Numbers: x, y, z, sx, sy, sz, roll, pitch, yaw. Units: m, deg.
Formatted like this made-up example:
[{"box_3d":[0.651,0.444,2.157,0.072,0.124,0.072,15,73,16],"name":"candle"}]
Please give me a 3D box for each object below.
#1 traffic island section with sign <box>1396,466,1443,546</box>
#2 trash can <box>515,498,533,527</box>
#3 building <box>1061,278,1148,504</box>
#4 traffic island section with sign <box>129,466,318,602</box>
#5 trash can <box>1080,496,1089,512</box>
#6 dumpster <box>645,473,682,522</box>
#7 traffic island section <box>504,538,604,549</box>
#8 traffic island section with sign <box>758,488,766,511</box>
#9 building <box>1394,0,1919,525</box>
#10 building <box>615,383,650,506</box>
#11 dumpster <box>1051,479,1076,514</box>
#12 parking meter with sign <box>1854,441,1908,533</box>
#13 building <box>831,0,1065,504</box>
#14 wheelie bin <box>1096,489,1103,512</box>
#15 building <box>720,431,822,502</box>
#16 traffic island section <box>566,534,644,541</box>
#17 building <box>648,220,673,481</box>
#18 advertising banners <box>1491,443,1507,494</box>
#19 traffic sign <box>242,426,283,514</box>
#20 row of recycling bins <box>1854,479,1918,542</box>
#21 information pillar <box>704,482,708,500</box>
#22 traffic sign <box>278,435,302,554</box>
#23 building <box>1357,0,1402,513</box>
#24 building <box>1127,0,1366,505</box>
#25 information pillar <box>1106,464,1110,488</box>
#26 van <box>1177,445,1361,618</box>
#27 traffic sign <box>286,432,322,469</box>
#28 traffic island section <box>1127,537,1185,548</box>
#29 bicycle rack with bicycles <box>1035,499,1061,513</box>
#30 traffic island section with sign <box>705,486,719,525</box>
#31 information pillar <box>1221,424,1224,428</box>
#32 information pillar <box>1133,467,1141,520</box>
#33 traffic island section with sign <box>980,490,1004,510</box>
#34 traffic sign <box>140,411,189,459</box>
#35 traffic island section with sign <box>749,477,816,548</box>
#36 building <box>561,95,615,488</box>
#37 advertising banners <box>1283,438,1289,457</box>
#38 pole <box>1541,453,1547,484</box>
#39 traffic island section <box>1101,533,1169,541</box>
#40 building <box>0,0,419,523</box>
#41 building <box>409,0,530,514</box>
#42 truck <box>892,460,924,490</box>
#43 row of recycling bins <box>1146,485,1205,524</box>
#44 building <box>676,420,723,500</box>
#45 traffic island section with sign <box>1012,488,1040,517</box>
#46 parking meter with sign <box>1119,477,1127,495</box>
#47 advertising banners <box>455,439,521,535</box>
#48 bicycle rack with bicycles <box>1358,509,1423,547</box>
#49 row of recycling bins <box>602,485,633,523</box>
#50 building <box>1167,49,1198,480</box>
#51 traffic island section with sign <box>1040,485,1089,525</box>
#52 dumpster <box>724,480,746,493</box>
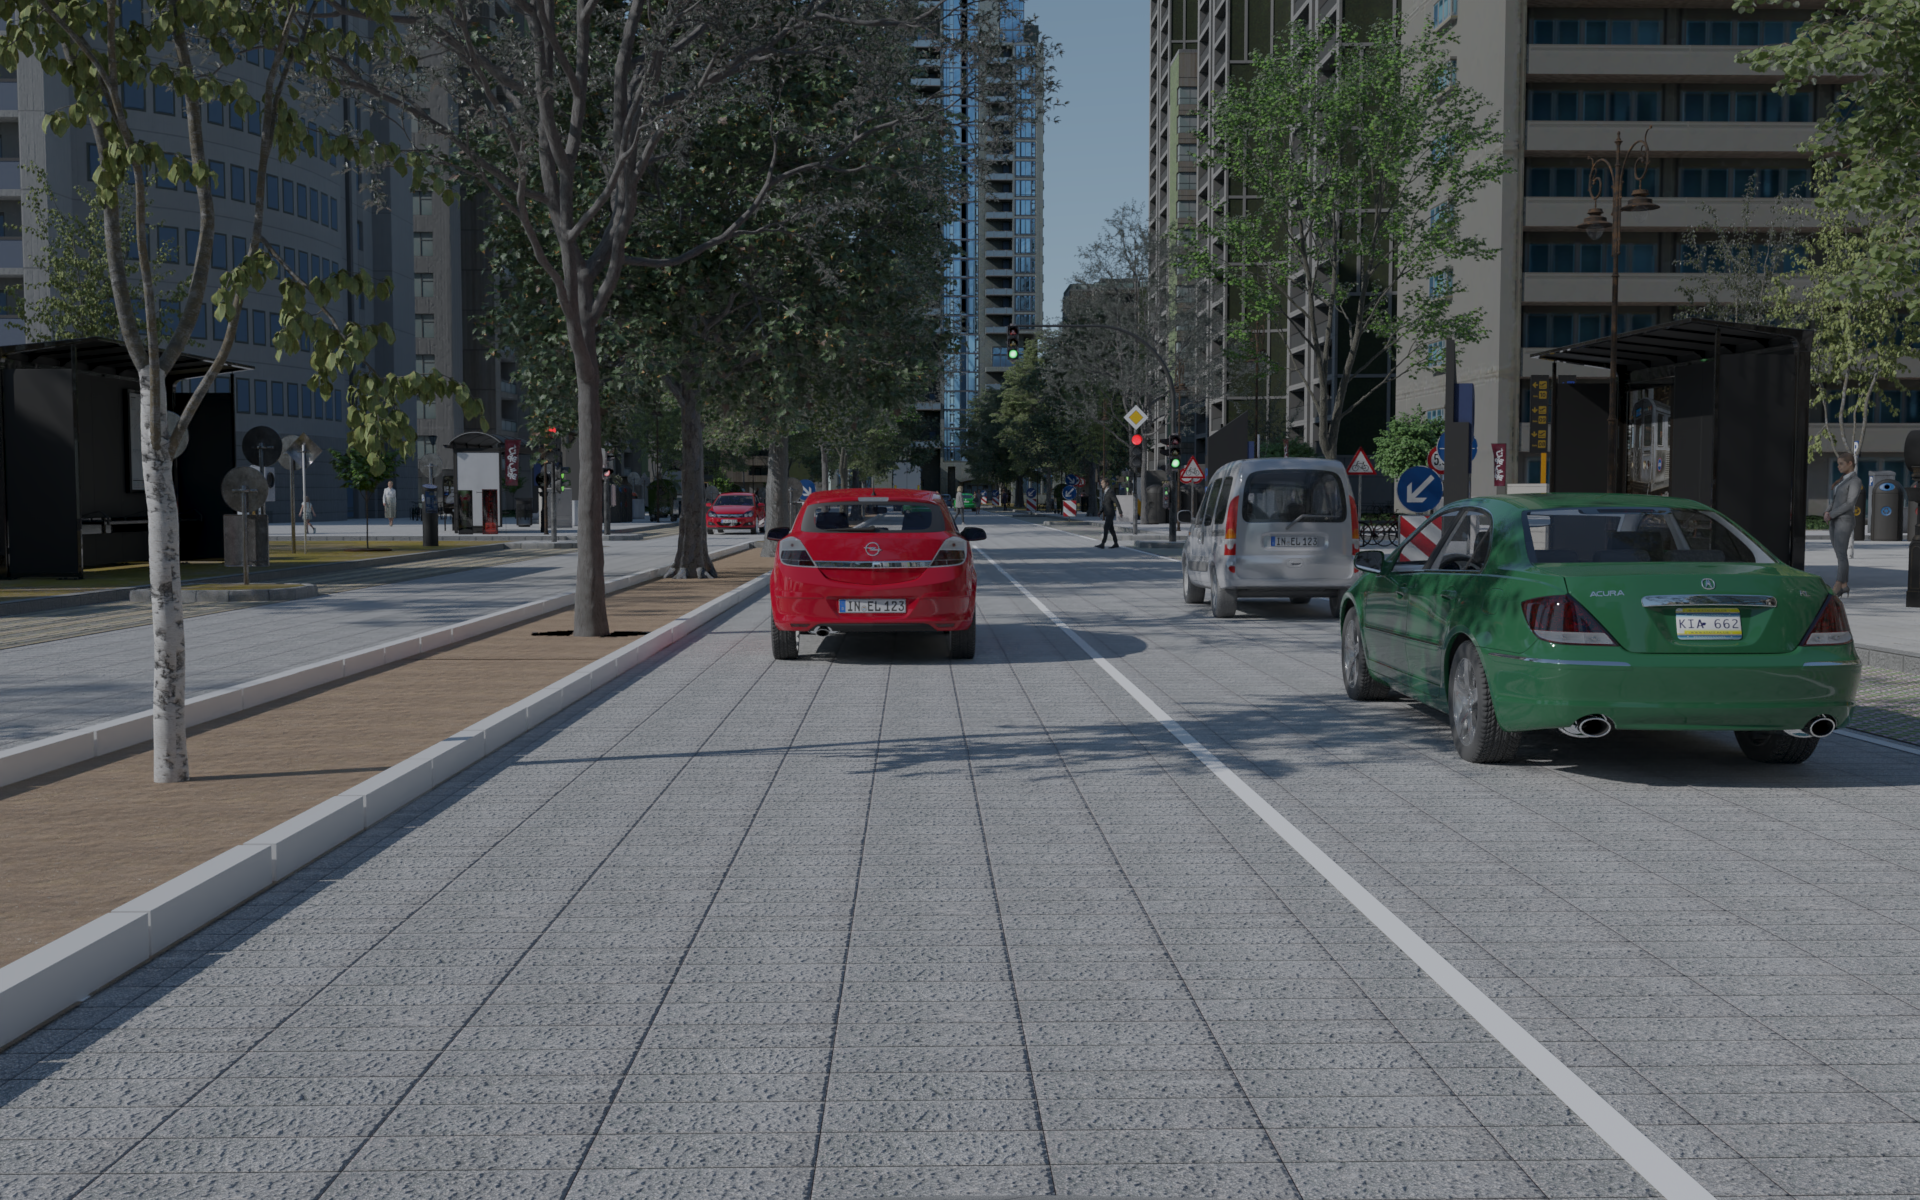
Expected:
[{"box_3d":[6.291,-0.998,24.942,1.989,1.847,2.006,0,4,-1],"name":"traffic island section with sign"},{"box_3d":[-16.932,-3.403,67.285,0.748,1.137,0.748,0,3,0],"name":"trash can"},{"box_3d":[21.276,-28.354,235.291,14.107,30.474,14.160,0,4,-1],"name":"building"},{"box_3d":[-9.999,-0.928,23.801,1.989,1.847,2.006,0,4,-1],"name":"traffic island section with sign"},{"box_3d":[8.834,-6.772,122.372,0.748,1.137,0.748,0,3,0],"name":"trash can"},{"box_3d":[-13.761,-4.768,80.454,1.502,2.255,1.985,0,4,-1],"name":"dumpster"},{"box_3d":[-10.883,-1.473,46.359,2.009,0.180,2.903,0,4,-1],"name":"traffic island section"},{"box_3d":[-12.035,-5.983,106.447,1.989,1.847,2.006,0,4,-1],"name":"traffic island section with sign"},{"box_3d":[31.900,-27.873,79.425,21.600,48.544,21.300,0,4,-1],"name":"building"},{"box_3d":[-36.380,-28.951,156.935,14.154,41.232,14.086,0,4,-1],"name":"building"},{"box_3d":[6.786,-6.763,113.070,1.502,2.255,1.985,0,4,-2],"name":"dumpster"},{"box_3d":[30.214,-3.698,56.728,1.738,3.016,0.543,0,4,8],"name":"parking meter with sign"},{"box_3d":[-1.780,-56.514,236.678,31.000,86.520,22.319,0,4,-1],"name":"building"},{"box_3d":[9.413,-6.750,118.264,0.980,1.594,0.693,-2,4,-27],"name":"wheelie bin"},{"box_3d":[-24.999,-28.234,233.330,14.107,30.474,14.160,0,4,-1],"name":"building"},{"box_3d":[-11.079,-1.961,54.342,2.009,0.180,2.903,0,4,-1],"name":"traffic island section"},{"box_3d":[-37.773,-25.235,184.301,14.107,30.474,14.160,0,4,-1],"name":"building"},{"box_3d":[19.296,-3.878,59.600,2.074,3.025,0.090,0,4,3],"name":"advertising banners"},{"box_3d":[-13.008,-1.969,32.301,0.768,2.556,0.104,0,4,1],"name":"traffic sign"},{"box_3d":[25.604,-2.437,46.957,3.534,1.692,1.069,2,4,33],"name":"row of recycling bins"},{"box_3d":[-16.017,-6.402,109.158,0.304,2.012,0.304,0,4,-7],"name":"information pillar"},{"box_3d":[-14.352,-2.271,37.236,0.768,2.556,0.104,1,4,8],"name":"traffic sign"},{"box_3d":[29.463,-43.218,144.859,20.563,71.187,20.611,0,4,-1],"name":"building"},{"box_3d":[29.013,-45.397,180.490,20.563,71.187,20.611,0,4,-1],"name":"building"},{"box_3d":[10.735,-8.234,125.972,0.183,3.616,0.504,2,4,30],"name":"information pillar"},{"box_3d":[3.763,-0.880,21.398,2.013,2.044,4.112,0,4,0],"name":"van"},{"box_3d":[-14.005,-2.278,36.985,0.795,2.593,0.064,0,4,1],"name":"traffic sign"},{"box_3d":[5.754,-1.497,46.762,2.009,0.180,2.903,0,4,-1],"name":"traffic island section"},{"box_3d":[6.607,-6.619,121.598,2.925,0.926,2.852,-1,4,-13],"name":"bicycle rack with bicycles"},{"box_3d":[-11.380,-4.335,79.500,1.989,1.847,2.006,0,4,-1],"name":"traffic island section with sign"},{"box_3d":[8.749,-4.061,57.748,0.183,3.616,0.504,1,4,17],"name":"information pillar"},{"box_3d":[8.821,-5.805,86.263,0.504,3.616,0.183,-2,4,-35],"name":"information pillar"},{"box_3d":[3.058,-9.042,156.469,1.989,1.847,2.006,0,4,-1],"name":"traffic island section with sign"},{"box_3d":[-12.112,-1.606,26.366,0.768,2.556,0.104,0,4,4],"name":"traffic sign"},{"box_3d":[-4.609,-2.361,46.747,2.006,1.907,1.989,0,4,-1],"name":"traffic island section with sign"},{"box_3d":[-40.398,-31.504,138.799,21.300,48.544,21.600,0,4,-1],"name":"building"},{"box_3d":[10.658,-3.623,55.430,0.090,3.025,2.074,2,4,30],"name":"advertising banners"},{"box_3d":[18.622,-3.758,55.288,0.158,3.312,0.155,0,3,0],"name":"pole"},{"box_3d":[5.557,-1.986,54.745,2.009,0.180,2.903,0,4,-1],"name":"traffic island section"},{"box_3d":[-40.018,-32.881,79.602,21.231,58.520,28.212,0,4,-1],"name":"building"},{"box_3d":[-35.983,-26.333,114.145,14.154,41.232,14.086,0,4,-1],"name":"building"},{"box_3d":[-4.442,-9.655,146.779,2.839,4.237,11.283,0,4,-1],"name":"truck"},{"box_3d":[9.554,-4.192,75.644,3.534,1.692,1.069,-3,4,-37],"name":"row of recycling bins"},{"box_3d":[-44.430,-33.662,242.252,23.993,40.220,32.217,0,4,-1],"name":"building"},{"box_3d":[4.264,-6.044,107.453,1.989,1.847,2.006,0,4,-1],"name":"traffic island section with sign"},{"box_3d":[10.325,-6.964,110.127,0.543,3.016,1.738,1,4,16],"name":"parking meter with sign"},{"box_3d":[-14.971,-3.597,55.006,2.074,3.025,0.090,-1,4,-19],"name":"advertising banners"},{"box_3d":[10.854,-1.787,42.599,2.925,0.926,2.852,0,4,5],"name":"bicycle rack with bicycles"},{"box_3d":[-17.145,-4.846,86.341,1.069,1.692,3.534,0,4,1],"name":"row of recycling bins"},{"box_3d":[26.447,-29.341,163.320,14.154,41.232,14.086,0,4,-1],"name":"building"},{"box_3d":[4.919,-4.396,80.506,1.989,1.847,2.006,0,4,-1],"name":"traffic island section with sign"},{"box_3d":[-15.851,-7.268,121.322,1.502,2.255,1.985,0,4,-2],"name":"dumpster"}]
